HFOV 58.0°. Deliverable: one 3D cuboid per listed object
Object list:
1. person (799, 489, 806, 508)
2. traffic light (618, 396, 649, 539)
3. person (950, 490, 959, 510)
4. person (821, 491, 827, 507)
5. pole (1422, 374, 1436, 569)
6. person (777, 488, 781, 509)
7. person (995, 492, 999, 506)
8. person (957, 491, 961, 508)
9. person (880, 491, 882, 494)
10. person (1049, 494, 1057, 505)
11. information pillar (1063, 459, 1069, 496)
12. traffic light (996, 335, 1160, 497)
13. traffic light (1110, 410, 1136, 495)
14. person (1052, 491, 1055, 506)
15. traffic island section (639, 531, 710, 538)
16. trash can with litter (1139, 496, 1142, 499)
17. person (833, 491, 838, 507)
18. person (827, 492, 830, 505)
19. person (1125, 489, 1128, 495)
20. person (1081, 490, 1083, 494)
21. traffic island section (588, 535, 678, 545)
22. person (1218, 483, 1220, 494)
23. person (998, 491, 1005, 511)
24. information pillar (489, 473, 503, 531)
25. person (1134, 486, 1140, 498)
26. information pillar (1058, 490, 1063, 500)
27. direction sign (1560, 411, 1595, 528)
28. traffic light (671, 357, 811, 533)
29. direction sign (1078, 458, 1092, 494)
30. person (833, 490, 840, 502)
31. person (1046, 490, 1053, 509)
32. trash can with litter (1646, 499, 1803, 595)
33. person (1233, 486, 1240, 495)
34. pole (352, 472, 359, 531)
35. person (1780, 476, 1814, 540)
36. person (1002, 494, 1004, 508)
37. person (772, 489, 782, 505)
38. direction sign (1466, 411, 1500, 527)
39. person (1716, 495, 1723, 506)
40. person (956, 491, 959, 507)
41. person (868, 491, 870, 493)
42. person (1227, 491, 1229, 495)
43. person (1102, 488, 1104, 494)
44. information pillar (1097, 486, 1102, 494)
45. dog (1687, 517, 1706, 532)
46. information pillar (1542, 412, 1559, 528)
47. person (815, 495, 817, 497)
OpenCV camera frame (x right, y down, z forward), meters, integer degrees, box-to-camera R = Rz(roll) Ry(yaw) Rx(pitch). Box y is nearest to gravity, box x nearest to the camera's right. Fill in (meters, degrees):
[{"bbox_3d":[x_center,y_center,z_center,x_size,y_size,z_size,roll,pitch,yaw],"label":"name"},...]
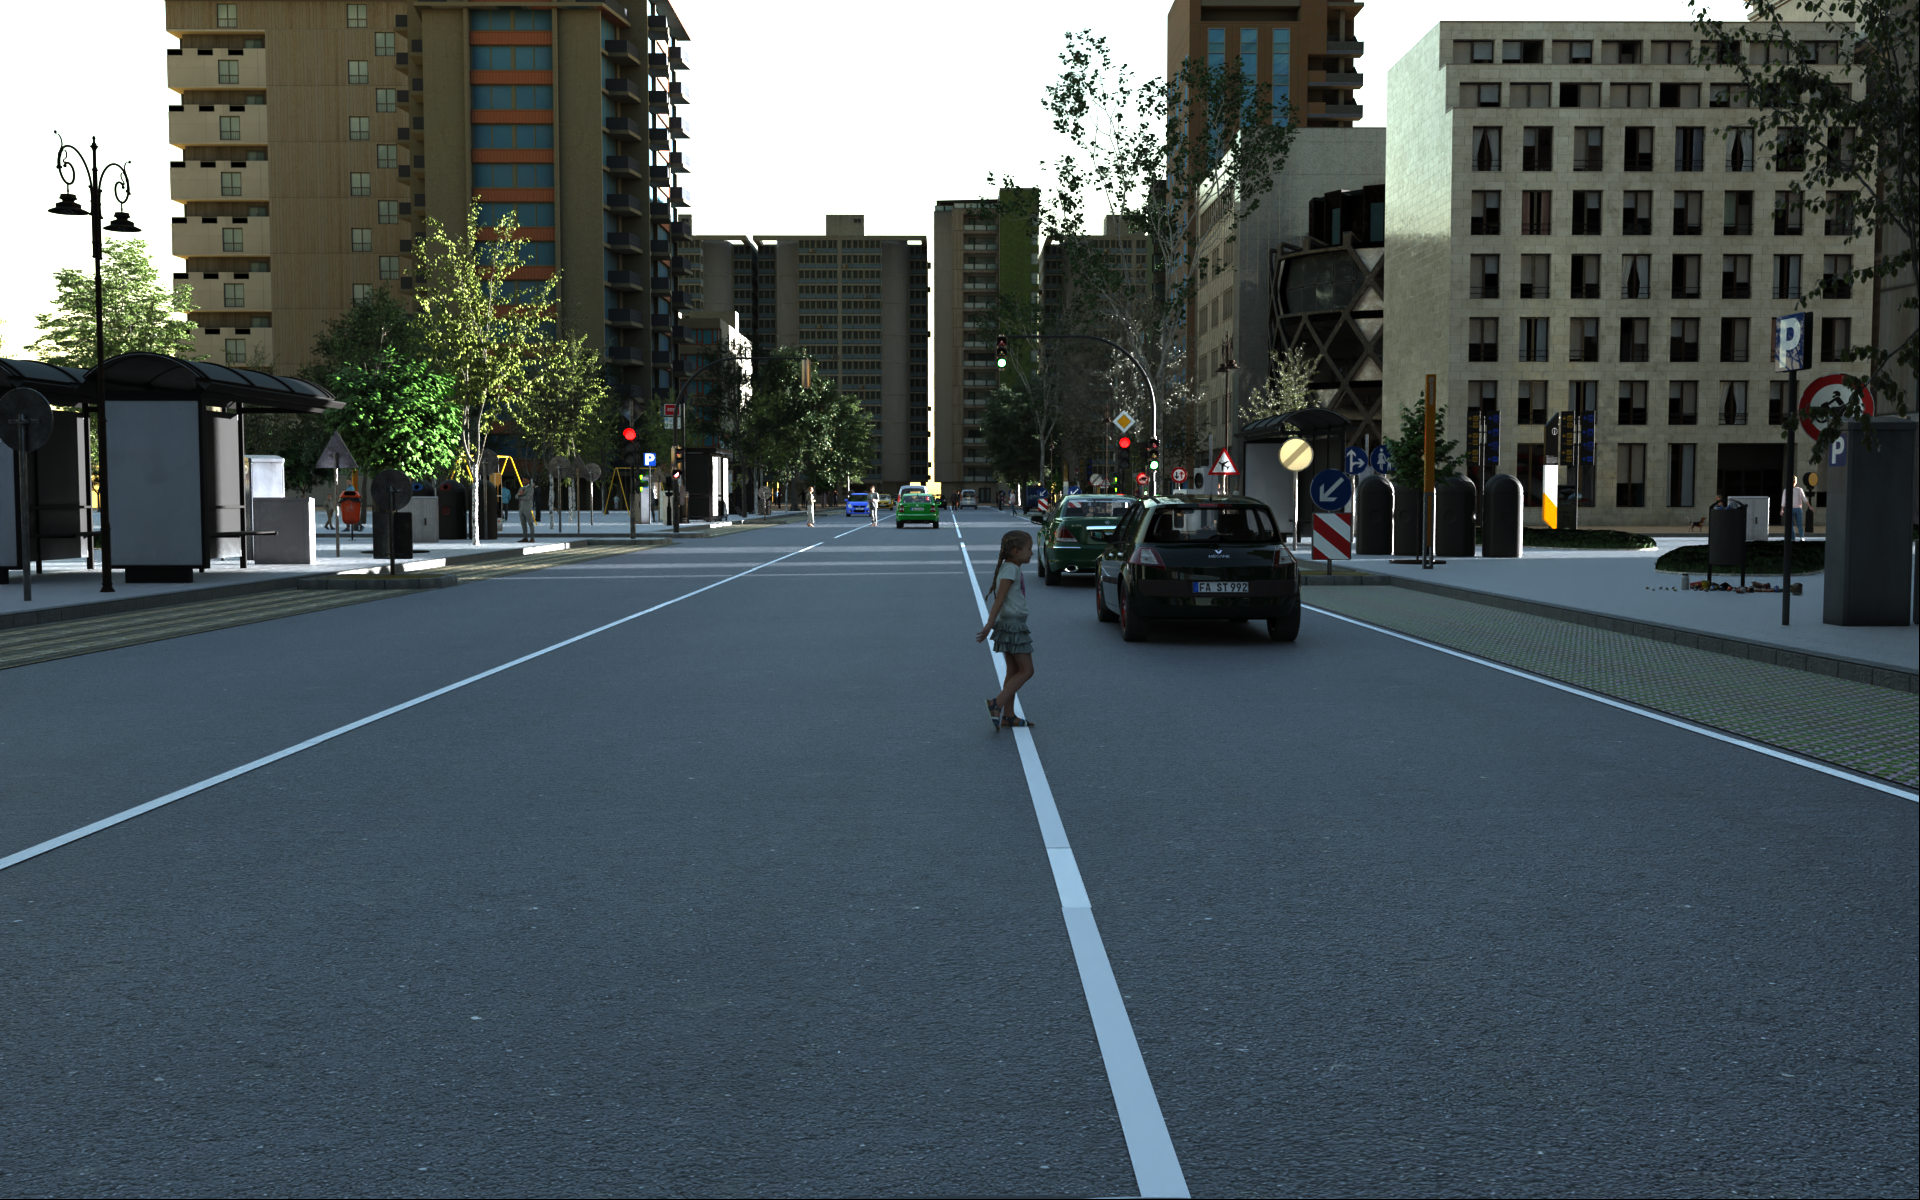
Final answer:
[{"bbox_3d":[-14.399,-9.350,159.733,1.217,1.723,0.721,2,4,30],"label":"person"},{"bbox_3d":[-9.366,-3.710,49.584,0.839,4.253,0.868,0,4,0],"label":"traffic light"},{"bbox_3d":[-0.519,-8.721,151.646,0.990,1.755,0.434,3,5,42],"label":"person"},{"bbox_3d":[-13.944,-10.434,177.301,0.621,1.740,0.551,2,4,23],"label":"person"},{"bbox_3d":[8.020,-2.187,29.599,0.158,3.312,0.155,0,3,0],"label":"pole"},{"bbox_3d":[-16.098,-9.043,153.864,0.705,1.831,1.348,0,4,-1],"label":"person"},{"bbox_3d":[4.149,-11.262,194.107,0.415,1.643,0.593,0,4,5],"label":"person"},{"bbox_3d":[-0.004,-10.427,179.787,0.445,1.727,0.742,1,4,23],"label":"person"},{"bbox_3d":[-8.357,-10.823,186.244,0.721,1.735,1.217,-3,5,-40],"label":"person"},{"bbox_3d":[10.654,-11.720,197.808,1.348,1.807,0.705,-3,5,-43],"label":"person"},{"bbox_3d":[7.011,-7.537,114.588,0.183,3.616,0.504,-2,4,-35],"label":"information pillar"},{"bbox_3d":[3.404,-4.580,49.557,4.771,5.953,1.251,0,4,0],"label":"traffic light"},{"bbox_3d":[5.433,-4.207,57.699,0.839,4.253,0.868,0,4,0],"label":"traffic light"},{"bbox_3d":[10.045,-10.937,185.667,0.445,1.727,0.742,3,5,41],"label":"person"},{"bbox_3d":[-9.468,-2.166,57.703,2.009,0.180,2.903,0,4,0],"label":"traffic island section"},{"bbox_3d":[8.572,-4.018,76.748,2.233,1.210,1.678,-2,4,-24],"label":"trash can with litter"},{"bbox_3d":[-12.359,-10.046,171.221,0.530,1.710,0.541,0,4,1],"label":"person"},{"bbox_3d":[-16.183,-12.536,214.017,0.434,1.755,0.990,-3,4,-37],"label":"person"},{"bbox_3d":[17.259,-10.684,180.590,0.599,1.838,0.709,0,4,3],"label":"person"},{"bbox_3d":[7.802,-6.541,113.017,0.581,1.822,0.654,2,4,31],"label":"person"},{"bbox_3d":[-9.406,-1.678,49.718,2.009,0.180,2.903,0,4,0],"label":"traffic island section"},{"bbox_3d":[11.404,-4.342,77.308,0.850,1.792,0.678,0,4,2],"label":"person"},{"bbox_3d":[3.579,-8.648,150.621,0.721,1.735,1.217,2,4,27],"label":"person"},{"bbox_3d":[-16.056,-3.391,59.928,0.304,2.012,0.304,3,4,37],"label":"information pillar"},{"bbox_3d":[11.760,-6.671,115.091,0.573,1.828,0.580,-2,4,-28],"label":"person"},{"bbox_3d":[7.563,-7.708,130.517,0.304,2.012,0.304,3,5,43],"label":"information pillar"},{"bbox_3d":[16.819,-3.378,47.235,0.876,3.537,0.379,2,4,30],"label":"direction sign"},{"bbox_3d":[-7.336,-5.074,57.620,4.771,5.953,1.251,0,4,0],"label":"traffic light"},{"bbox_3d":[7.785,-7.086,107.860,0.876,3.537,0.379,1,4,16],"label":"direction sign"},{"bbox_3d":[-14.249,-11.674,197.640,1.217,1.735,0.721,1,4,10],"label":"person"},{"bbox_3d":[7.779,-8.924,152.743,0.721,1.735,1.217,-2,4,-35],"label":"person"},{"bbox_3d":[10.318,-0.710,22.668,1.678,1.210,2.233,-2,4,-31],"label":"trash can with litter"},{"bbox_3d":[17.775,-6.434,111.596,0.694,1.780,0.624,3,5,40],"label":"person"},{"bbox_3d":[-21.027,-4.058,60.189,0.158,3.312,0.155,0,3,0],"label":"pole"},{"bbox_3d":[20.932,-2.232,43.210,0.731,1.740,0.598,0,4,5],"label":"person"},{"bbox_3d":[4.491,-10.358,181.081,0.599,1.433,0.991,0,3,0],"label":"person"},{"bbox_3d":[-20.695,-11.586,195.457,1.348,1.826,0.705,-1,4,-20],"label":"person"},{"bbox_3d":[14.275,-3.384,47.319,0.876,3.537,0.379,2,4,29],"label":"direction sign"},{"bbox_3d":[25.225,-2.870,57.639,0.373,1.253,0.362,1,4,20],"label":"person"},{"bbox_3d":[-0.212,-11.478,196.161,0.705,1.824,1.348,-3,4,-38],"label":"person"},{"bbox_3d":[-10.536,-11.846,202.713,0.617,1.759,0.750,3,5,42],"label":"person"},{"bbox_3d":[15.186,-5.633,98.686,0.519,1.759,0.362,3,5,41],"label":"person"},{"bbox_3d":[13.117,-9.294,158.135,0.705,1.807,1.348,-3,5,-39],"label":"person"},{"bbox_3d":[10.239,-7.500,127.119,0.304,2.012,0.304,3,5,40],"label":"information pillar"},{"bbox_3d":[25.001,-2.566,58.790,0.540,0.507,0.406,0,4,7],"label":"dog"},{"bbox_3d":[16.863,-3.552,49.434,0.504,3.616,0.183,-2,4,-25],"label":"information pillar"},{"bbox_3d":[-15.996,-11.100,188.462,0.756,1.711,0.436,2,4,27],"label":"person"}]
